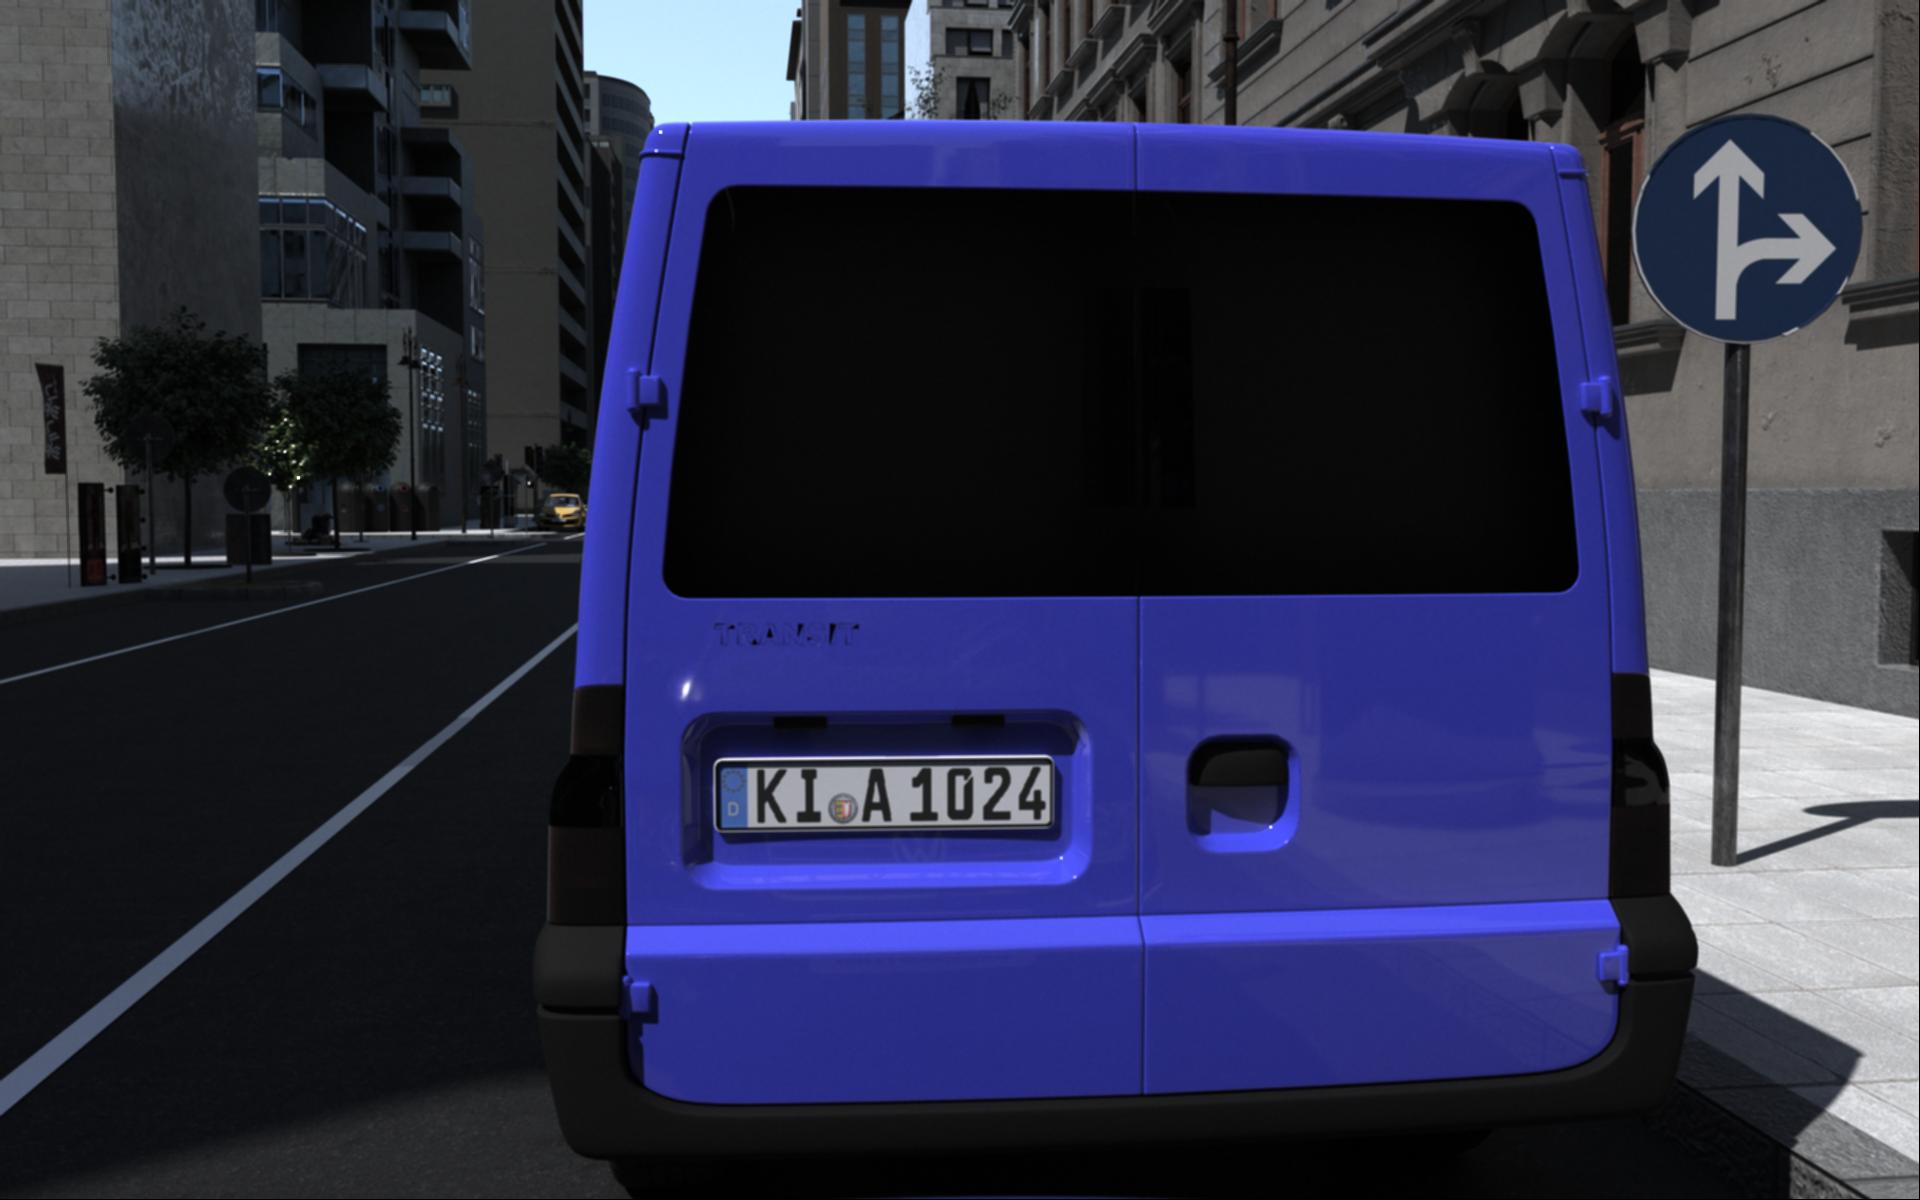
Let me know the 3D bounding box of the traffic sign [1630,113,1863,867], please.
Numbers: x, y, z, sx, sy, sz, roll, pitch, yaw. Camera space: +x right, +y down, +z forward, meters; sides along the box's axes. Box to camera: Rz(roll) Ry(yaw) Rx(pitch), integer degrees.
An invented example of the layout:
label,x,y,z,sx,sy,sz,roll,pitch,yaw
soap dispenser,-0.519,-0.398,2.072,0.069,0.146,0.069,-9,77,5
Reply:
label,x,y,z,sx,sy,sz,roll,pitch,yaw
traffic sign,2.646,-0.356,5.921,0.768,2.556,0.104,0,4,2

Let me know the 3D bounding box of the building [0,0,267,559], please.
label,x,y,z,sx,sy,sz,roll,pitch,yaw
building,-25.638,-11.212,38.074,16.860,20.320,10.420,0,4,-7

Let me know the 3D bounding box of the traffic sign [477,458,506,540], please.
label,x,y,z,sx,sy,sz,roll,pitch,yaw
traffic sign,-13.190,-2.761,48.780,0.795,2.450,0.064,0,4,-7

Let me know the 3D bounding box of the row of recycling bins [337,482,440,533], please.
label,x,y,z,sx,sy,sz,roll,pitch,yaw
row of recycling bins,-19.349,-3.148,58.577,3.534,1.692,1.069,-3,5,-44

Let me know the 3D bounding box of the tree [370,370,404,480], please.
label,x,y,z,sx,sy,sz,roll,pitch,yaw
tree,-14.172,-3.399,39.290,4.285,4.588,4.351,0,3,0

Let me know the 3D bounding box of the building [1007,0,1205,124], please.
label,x,y,z,sx,sy,sz,roll,pitch,yaw
building,7.663,-12.294,37.159,11.583,22.565,21.152,0,4,-7

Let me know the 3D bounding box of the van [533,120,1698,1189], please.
label,x,y,z,sx,sy,sz,roll,pitch,yaw
van,0.007,-0.057,5.316,2.240,2.365,5.245,0,4,-6

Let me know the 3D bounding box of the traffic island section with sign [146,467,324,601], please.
label,x,y,z,sx,sy,sz,roll,pitch,yaw
traffic island section with sign,-10.099,-0.961,24.335,1.989,1.847,2.006,0,4,-7

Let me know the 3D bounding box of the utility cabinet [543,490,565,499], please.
label,x,y,z,sx,sy,sz,roll,pitch,yaw
utility cabinet,-22.345,-5.304,95.402,1.173,1.500,0.318,0,4,0

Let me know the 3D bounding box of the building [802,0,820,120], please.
label,x,y,z,sx,sy,sz,roll,pitch,yaw
building,-4.363,-38.034,163.852,21.231,58.520,28.212,0,4,-7

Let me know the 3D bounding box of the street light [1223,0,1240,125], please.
label,x,y,z,sx,sy,sz,roll,pitch,yaw
street light,1.662,-2.317,10.676,0.468,5.910,1.993,0,4,-7

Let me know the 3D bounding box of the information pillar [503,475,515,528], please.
label,x,y,z,sx,sy,sz,roll,pitch,yaw
information pillar,-16.989,-3.716,65.241,0.304,2.012,0.304,2,4,31

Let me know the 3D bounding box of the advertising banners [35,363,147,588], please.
label,x,y,z,sx,sy,sz,roll,pitch,yaw
advertising banners,-12.107,-1.711,24.166,0.090,3.025,2.074,1,4,12

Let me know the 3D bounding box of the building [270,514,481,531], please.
label,x,y,z,sx,sy,sz,roll,pitch,yaw
building,-32.009,-46.452,72.156,22.319,86.520,31.000,0,4,-7

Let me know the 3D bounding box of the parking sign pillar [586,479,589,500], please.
label,x,y,z,sx,sy,sz,roll,pitch,yaw
parking sign pillar,-25.553,-8.086,120.684,1.447,3.967,1.447,0,4,-5

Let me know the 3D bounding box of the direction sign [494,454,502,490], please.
label,x,y,z,sx,sy,sz,roll,pitch,yaw
direction sign,-26.199,-6.506,98.364,0.379,3.537,0.876,-3,5,-41

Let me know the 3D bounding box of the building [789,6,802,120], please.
label,x,y,z,sx,sy,sz,roll,pitch,yaw
building,-18.003,-58.885,275.438,22.319,86.520,31.000,0,4,-7

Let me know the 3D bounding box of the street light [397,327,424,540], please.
label,x,y,z,sx,sy,sz,roll,pitch,yaw
street light,-15.196,-4.601,48.015,0.468,5.910,1.993,0,4,-7

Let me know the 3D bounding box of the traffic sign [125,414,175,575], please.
label,x,y,z,sx,sy,sz,roll,pitch,yaw
traffic sign,-12.875,-1.678,27.540,0.768,2.556,0.104,0,4,-5

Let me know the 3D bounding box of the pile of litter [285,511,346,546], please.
label,x,y,z,sx,sy,sz,roll,pitch,yaw
pile of litter,-16.185,-1.805,43.471,1.719,0.858,1.176,3,4,37

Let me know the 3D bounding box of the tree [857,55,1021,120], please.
label,x,y,z,sx,sy,sz,roll,pitch,yaw
tree,-0.039,-4.838,29.469,4.360,8.622,3.978,0,3,0

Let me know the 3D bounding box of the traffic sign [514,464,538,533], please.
label,x,y,z,sx,sy,sz,roll,pitch,yaw
traffic sign,-14.200,-3.245,56.702,0.795,2.450,0.064,0,4,-7

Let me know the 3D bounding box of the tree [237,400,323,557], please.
label,x,y,z,sx,sy,sz,roll,pitch,yaw
tree,-14.033,-2.519,35.794,1.663,3.219,1.824,0,3,0

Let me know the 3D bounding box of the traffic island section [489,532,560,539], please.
label,x,y,z,sx,sy,sz,roll,pitch,yaw
traffic island section,-14.222,-2.109,56.760,2.009,0.180,2.903,0,4,-7

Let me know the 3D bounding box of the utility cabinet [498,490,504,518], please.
label,x,y,z,sx,sy,sz,roll,pitch,yaw
utility cabinet,-24.865,-5.126,92.496,1.173,1.500,0.318,2,4,31

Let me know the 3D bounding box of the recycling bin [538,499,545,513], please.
label,x,y,z,sx,sy,sz,roll,pitch,yaw
recycling bin,-20.714,-4.556,87.047,0.722,1.027,0.722,3,5,40

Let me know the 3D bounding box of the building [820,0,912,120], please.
label,x,y,z,sx,sy,sz,roll,pitch,yaw
building,-4.239,-30.142,142.934,14.600,45.320,14.200,0,4,-7

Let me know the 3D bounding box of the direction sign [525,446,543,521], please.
label,x,y,z,sx,sy,sz,roll,pitch,yaw
direction sign,-20.227,-5.520,82.248,0.876,3.537,0.379,1,4,11

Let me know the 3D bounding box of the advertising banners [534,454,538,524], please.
label,x,y,z,sx,sy,sz,roll,pitch,yaw
advertising banners,-17.919,-4.716,73.287,0.090,3.025,2.074,-1,4,-16

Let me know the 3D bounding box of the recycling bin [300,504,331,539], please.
label,x,y,z,sx,sy,sz,roll,pitch,yaw
recycling bin,-17.139,-2.050,46.077,0.722,1.027,0.722,-1,4,-17

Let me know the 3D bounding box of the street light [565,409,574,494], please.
label,x,y,z,sx,sy,sz,roll,pitch,yaw
street light,-21.078,-7.389,93.606,0.468,5.910,1.993,0,4,-7

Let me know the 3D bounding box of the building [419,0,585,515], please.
label,x,y,z,sx,sy,sz,roll,pitch,yaw
building,-36.766,-30.078,115.482,21.300,48.544,21.600,0,4,-7

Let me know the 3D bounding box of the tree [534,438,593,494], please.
label,x,y,z,sx,sy,sz,roll,pitch,yaw
tree,-23.390,-7.419,105.012,4.285,4.588,4.351,0,3,0

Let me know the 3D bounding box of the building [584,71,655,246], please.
label,x,y,z,sx,sy,sz,roll,pitch,yaw
building,-53.760,-42.819,242.083,21.231,58.520,28.212,0,4,-7

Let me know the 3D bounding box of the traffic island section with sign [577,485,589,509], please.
label,x,y,z,sx,sy,sz,roll,pitch,yaw
traffic island section with sign,-17.008,-4.276,78.547,1.989,1.847,2.006,0,4,-7

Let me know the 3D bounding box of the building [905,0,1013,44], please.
label,x,y,z,sx,sy,sz,roll,pitch,yaw
building,6.768,-12.947,66.439,16.860,20.320,10.420,0,4,-7

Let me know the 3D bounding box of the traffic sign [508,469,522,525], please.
label,x,y,z,sx,sy,sz,roll,pitch,yaw
traffic sign,-18.098,-4.189,70.620,0.606,2.300,0.079,0,4,-2

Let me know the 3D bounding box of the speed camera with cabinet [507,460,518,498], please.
label,x,y,z,sx,sy,sz,roll,pitch,yaw
speed camera with cabinet,-26.707,-6.542,101.305,0.660,3.252,2.038,1,4,23

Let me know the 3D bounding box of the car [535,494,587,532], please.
label,x,y,z,sx,sy,sz,roll,pitch,yaw
car,-15.264,-3.448,66.590,2.015,1.641,3.980,0,4,-8

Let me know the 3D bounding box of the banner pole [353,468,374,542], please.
label,x,y,z,sx,sy,sz,roll,pitch,yaw
banner pole,-15.963,-3.451,46.437,0.401,3.779,0.863,1,4,13

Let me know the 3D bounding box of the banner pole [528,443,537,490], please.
label,x,y,z,sx,sy,sz,roll,pitch,yaw
banner pole,-21.103,-5.849,85.644,0.863,3.779,0.401,2,4,35

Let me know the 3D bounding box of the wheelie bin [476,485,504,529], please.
label,x,y,z,sx,sy,sz,roll,pitch,yaw
wheelie bin,-17.072,-3.374,63.065,0.980,1.594,0.693,-2,4,-31

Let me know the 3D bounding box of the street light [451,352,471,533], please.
label,x,y,z,sx,sy,sz,roll,pitch,yaw
street light,-16.264,-5.127,56.612,0.468,5.910,1.993,0,4,-7

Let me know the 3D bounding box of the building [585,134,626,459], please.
label,x,y,z,sx,sy,sz,roll,pitch,yaw
building,-44.360,-31.044,191.160,14.154,41.232,14.086,0,4,-7

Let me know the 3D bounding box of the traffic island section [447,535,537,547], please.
label,x,y,z,sx,sy,sz,roll,pitch,yaw
traffic island section,-13.212,-1.624,48.839,2.009,0.180,2.903,0,4,-7

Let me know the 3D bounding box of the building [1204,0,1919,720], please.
label,x,y,z,sx,sy,sz,roll,pitch,yaw
building,11.000,-13.898,14.617,14.401,28.519,23.554,0,4,-7

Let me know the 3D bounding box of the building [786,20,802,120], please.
label,x,y,z,sx,sy,sz,roll,pitch,yaw
building,-4.411,-36.902,192.584,28.713,52.752,27.495,0,4,-7

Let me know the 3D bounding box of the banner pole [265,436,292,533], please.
label,x,y,z,sx,sy,sz,roll,pitch,yaw
banner pole,-22.421,-4.087,56.840,0.863,3.779,0.401,-1,4,-18

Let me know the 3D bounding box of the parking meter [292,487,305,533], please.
label,x,y,z,sx,sy,sz,roll,pitch,yaw
parking meter,-21.662,-3.120,56.730,0.255,1.863,0.399,1,4,22

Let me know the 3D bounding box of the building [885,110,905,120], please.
label,x,y,z,sx,sy,sz,roll,pitch,yaw
building,-1.109,-16.669,101.415,11.050,23.489,19.941,0,4,-7

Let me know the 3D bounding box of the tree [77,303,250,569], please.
label,x,y,z,sx,sy,sz,roll,pitch,yaw
tree,-13.486,-2.830,29.981,4.285,4.588,4.351,0,3,0
